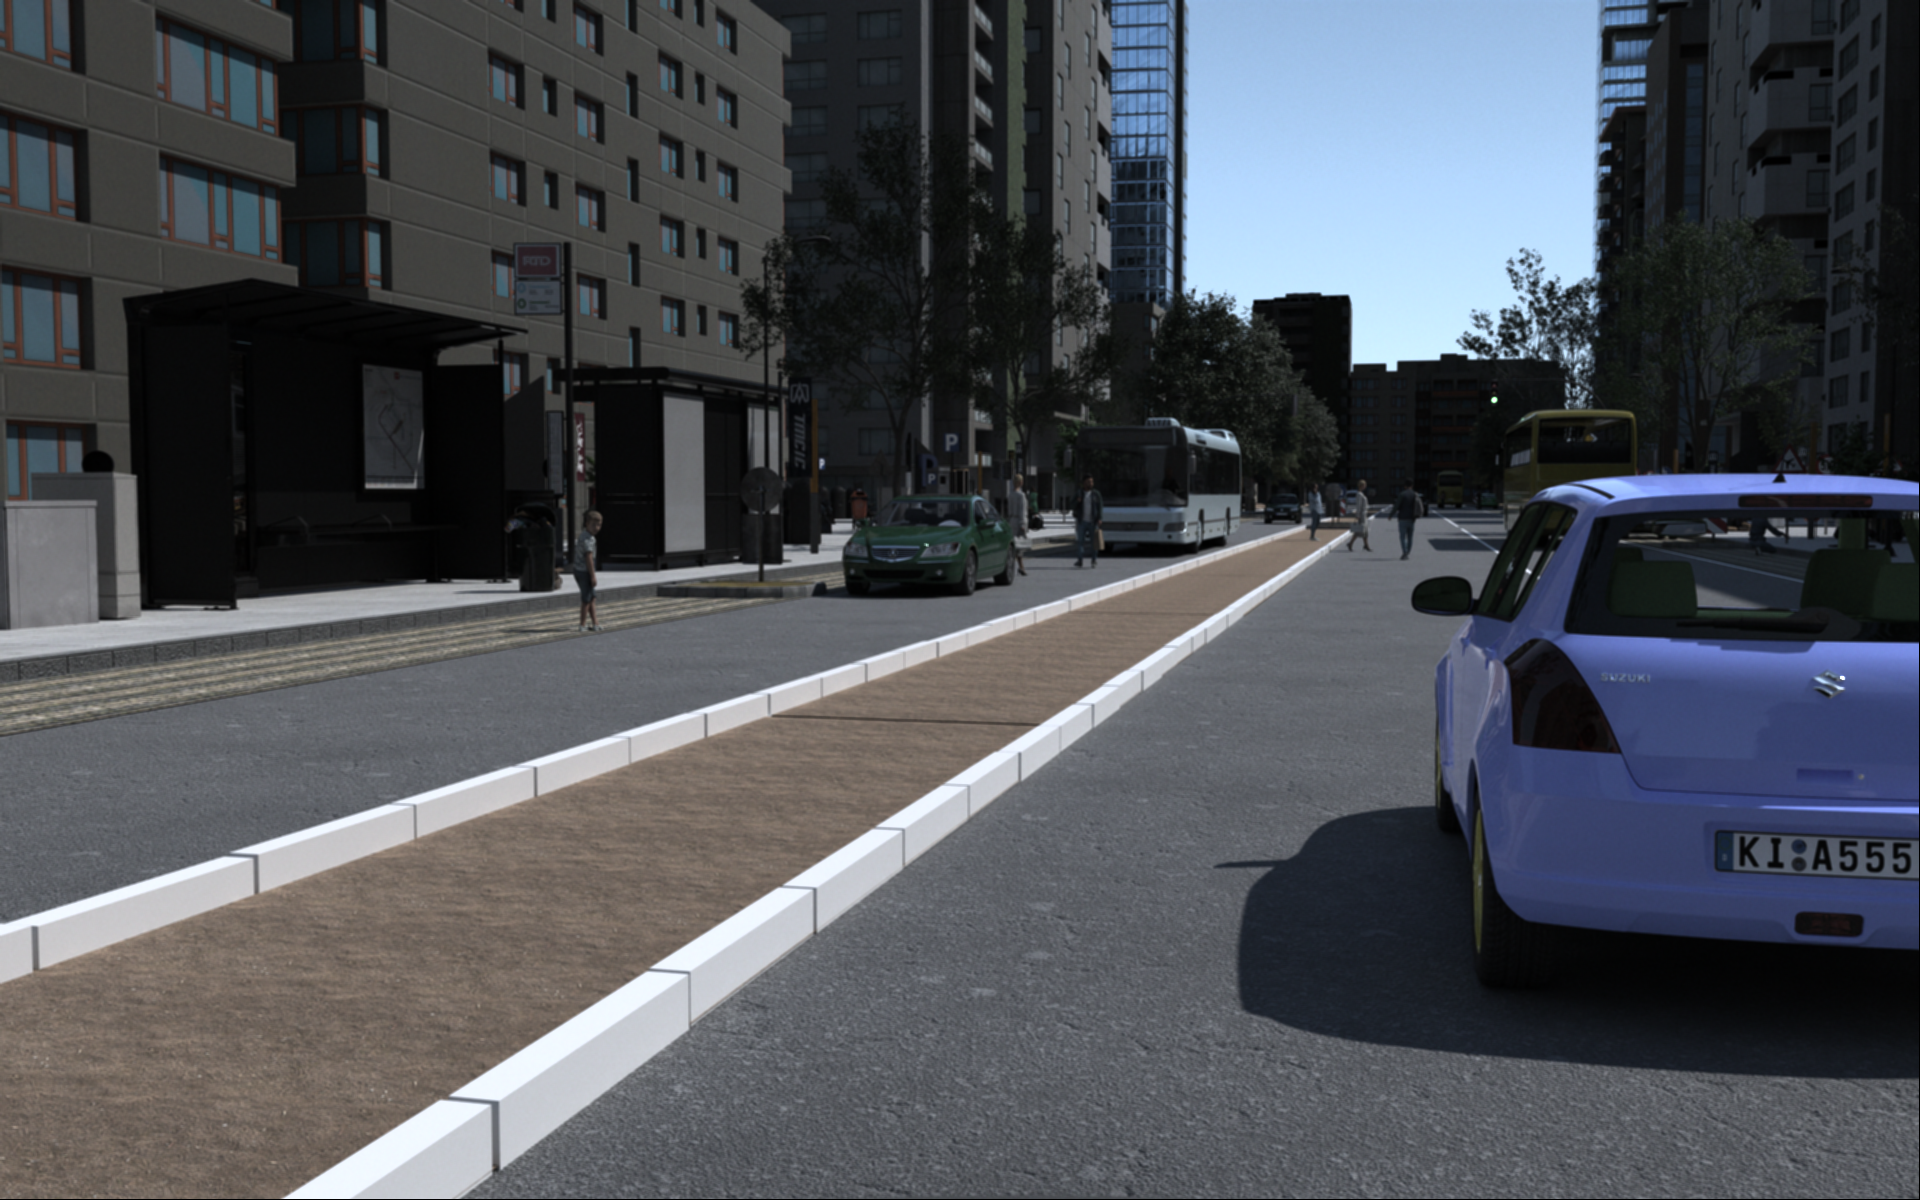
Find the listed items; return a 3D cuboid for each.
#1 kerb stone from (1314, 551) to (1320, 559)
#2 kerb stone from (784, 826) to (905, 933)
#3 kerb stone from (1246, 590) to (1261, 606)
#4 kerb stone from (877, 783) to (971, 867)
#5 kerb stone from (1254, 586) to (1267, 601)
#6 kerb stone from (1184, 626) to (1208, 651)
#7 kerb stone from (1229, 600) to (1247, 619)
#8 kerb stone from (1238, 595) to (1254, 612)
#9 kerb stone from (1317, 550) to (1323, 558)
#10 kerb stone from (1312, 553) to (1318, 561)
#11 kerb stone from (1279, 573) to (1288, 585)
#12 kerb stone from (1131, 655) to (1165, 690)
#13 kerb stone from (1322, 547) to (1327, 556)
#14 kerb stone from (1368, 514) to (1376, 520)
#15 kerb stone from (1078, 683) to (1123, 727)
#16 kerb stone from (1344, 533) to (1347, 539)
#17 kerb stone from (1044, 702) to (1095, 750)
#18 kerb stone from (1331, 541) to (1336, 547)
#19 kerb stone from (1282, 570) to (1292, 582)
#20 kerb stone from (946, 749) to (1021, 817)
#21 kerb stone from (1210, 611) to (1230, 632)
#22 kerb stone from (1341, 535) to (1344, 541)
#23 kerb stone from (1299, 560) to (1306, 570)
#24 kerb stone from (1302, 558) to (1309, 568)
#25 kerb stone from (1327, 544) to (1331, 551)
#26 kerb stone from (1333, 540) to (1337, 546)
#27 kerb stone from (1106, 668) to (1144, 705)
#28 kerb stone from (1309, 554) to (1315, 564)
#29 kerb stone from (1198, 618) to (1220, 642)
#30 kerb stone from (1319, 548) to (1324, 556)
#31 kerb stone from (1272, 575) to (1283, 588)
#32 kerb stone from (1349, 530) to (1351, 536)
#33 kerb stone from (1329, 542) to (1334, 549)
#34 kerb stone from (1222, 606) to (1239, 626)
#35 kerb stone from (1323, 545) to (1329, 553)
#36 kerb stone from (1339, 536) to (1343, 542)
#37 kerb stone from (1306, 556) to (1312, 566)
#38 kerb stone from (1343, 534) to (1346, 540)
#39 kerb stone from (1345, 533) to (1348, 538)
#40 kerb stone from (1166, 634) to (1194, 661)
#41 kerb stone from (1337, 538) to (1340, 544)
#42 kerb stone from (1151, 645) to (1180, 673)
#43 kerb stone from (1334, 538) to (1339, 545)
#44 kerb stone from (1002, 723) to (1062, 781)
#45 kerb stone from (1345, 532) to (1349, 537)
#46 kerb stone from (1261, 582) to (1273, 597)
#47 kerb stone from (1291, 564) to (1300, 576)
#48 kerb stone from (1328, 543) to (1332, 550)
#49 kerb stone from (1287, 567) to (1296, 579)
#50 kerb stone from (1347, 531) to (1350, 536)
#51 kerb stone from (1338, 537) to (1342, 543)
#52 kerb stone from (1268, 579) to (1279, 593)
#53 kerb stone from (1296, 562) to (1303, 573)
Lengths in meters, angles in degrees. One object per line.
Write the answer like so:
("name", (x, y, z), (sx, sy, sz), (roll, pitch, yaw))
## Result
("kerb stone", (7.536, -0.892, 36.917), (0.120, 0.150, 1.000), (1, 4, 14))
("kerb stone", (-0.401, 0.982, 6.144), (0.120, 0.150, 1.000), (1, 4, 14))
("kerb stone", (3.695, 0.010, 22.030), (0.120, 0.150, 1.000), (1, 4, 14))
("kerb stone", (-0.146, 0.921, 7.141), (0.120, 0.150, 1.000), (1, 4, 14))
("kerb stone", (3.950, -0.050, 23.020), (0.120, 0.150, 1.000), (1, 4, 14))
("kerb stone", (2.159, 0.375, 16.071), (0.120, 0.150, 1.000), (1, 4, 14))
("kerb stone", (3.186, 0.132, 20.032), (0.120, 0.150, 1.000), (1, 4, 14))
("kerb stone", (3.438, 0.071, 21.029), (0.120, 0.150, 1.000), (1, 4, 14))
("kerb stone", (7.798, -0.957, 37.921), (0.120, 0.150, 1.000), (1, 4, 14))
("kerb stone", (7.284, -0.839, 35.926), (0.120, 0.150, 1.000), (1, 4, 14))
("kerb stone", (4.978, -0.291, 26.984), (0.120, 0.150, 1.000), (1, 4, 14))
("kerb stone", (1.398, 0.557, 13.086), (0.120, 0.150, 1.000), (1, 4, 14))
("kerb stone", (8.317, -1.083, 39.901), (0.120, 0.150, 1.000), (1, 4, 14))
("kerb stone", (23.565, -4.697, 99.034), (0.120, 0.150, 1.000), (1, 4, 14))
("kerb stone", (0.887, 0.681, 11.107), (0.120, 0.150, 1.000), (1, 4, 14))
("kerb stone", (11.635, -1.872, 52.803), (0.120, 0.150, 1.000), (1, 4, 14))
("kerb stone", (0.624, 0.743, 10.114), (0.120, 0.150, 1.000), (1, 4, 14))
("kerb stone", (9.592, -1.384, 44.872), (0.120, 0.150, 1.000), (1, 4, 14))
("kerb stone", (5.232, -0.353, 27.974), (0.120, 0.150, 1.000), (1, 4, 14))
("kerb stone", (0.108, 0.860, 8.131), (0.120, 0.150, 1.000), (1, 4, 14))
("kerb stone", (2.673, 0.253, 18.052), (0.120, 0.150, 1.000), (1, 4, 14))
("kerb stone", (11.127, -1.749, 50.823), (0.120, 0.150, 1.000), (1, 4, 14))
("kerb stone", (6.256, -0.597, 31.955), (0.120, 0.150, 1.000), (1, 4, 14))
("kerb stone", (6.508, -0.658, 32.948), (0.120, 0.150, 1.000), (1, 4, 14))
("kerb stone", (8.832, -1.197, 41.890), (0.120, 0.150, 1.000), (1, 4, 14))
("kerb stone", (9.845, -1.447, 45.871), (0.120, 0.150, 1.000), (1, 4, 14))
("kerb stone", (1.135, 0.618, 12.098), (0.120, 0.150, 1.000), (1, 4, 14))
("kerb stone", (7.029, -0.778, 34.937), (0.120, 0.150, 1.000), (1, 4, 14))
("kerb stone", (2.421, 0.314, 17.059), (0.120, 0.150, 1.000), (1, 4, 14))
("kerb stone", (8.045, -1.017, 38.913), (0.120, 0.150, 1.000), (1, 4, 14))
("kerb stone", (4.719, -0.232, 25.995), (0.120, 0.150, 1.000), (1, 4, 14))
("kerb stone", (12.666, -2.116, 56.791), (0.120, 0.150, 1.000), (1, 4, 14))
("kerb stone", (9.332, -1.321, 43.883), (0.120, 0.150, 1.000), (1, 4, 14))
("kerb stone", (2.934, 0.196, 19.041), (0.120, 0.150, 1.000), (1, 4, 14))
("kerb stone", (8.568, -1.144, 40.900), (0.120, 0.150, 1.000), (1, 4, 14))
("kerb stone", (10.862, -1.688, 49.836), (0.120, 0.150, 1.000), (1, 4, 14))
("kerb stone", (6.770, -0.717, 33.945), (0.120, 0.150, 1.000), (1, 4, 14))
("kerb stone", (11.389, -1.811, 51.811), (0.120, 0.150, 1.000), (1, 4, 14))
("kerb stone", (11.889, -1.931, 53.803), (0.120, 0.150, 1.000), (1, 4, 14))
("kerb stone", (1.898, 0.435, 15.083), (0.120, 0.150, 1.000), (1, 4, 14))
("kerb stone", (10.353, -1.567, 47.856), (0.120, 0.150, 1.000), (1, 4, 14))
("kerb stone", (1.644, 0.501, 14.078), (0.120, 0.150, 1.000), (1, 4, 14))
("kerb stone", (10.100, -1.509, 46.860), (0.120, 0.150, 1.000), (1, 4, 14))
("kerb stone", (0.370, 0.802, 9.119), (0.120, 0.150, 1.000), (1, 4, 14))
("kerb stone", (12.158, -1.991, 54.803), (0.120, 0.150, 1.000), (1, 4, 14))
("kerb stone", (4.210, -0.110, 24.009), (0.120, 0.150, 1.000), (1, 4, 14))
("kerb stone", (5.745, -0.475, 29.962), (0.120, 0.150, 1.000), (1, 4, 14))
("kerb stone", (9.075, -1.266, 42.892), (0.120, 0.150, 1.000), (1, 4, 14))
("kerb stone", (5.489, -0.407, 28.964), (0.120, 0.150, 1.000), (1, 4, 14))
("kerb stone", (12.411, -2.055, 55.793), (0.120, 0.150, 1.000), (1, 4, 14))
("kerb stone", (10.614, -1.628, 48.844), (0.120, 0.150, 1.000), (1, 4, 14))
("kerb stone", (4.467, -0.171, 24.998), (0.120, 0.150, 1.000), (1, 4, 14))
("kerb stone", (5.999, -0.536, 30.962), (0.120, 0.150, 1.000), (1, 4, 14))
